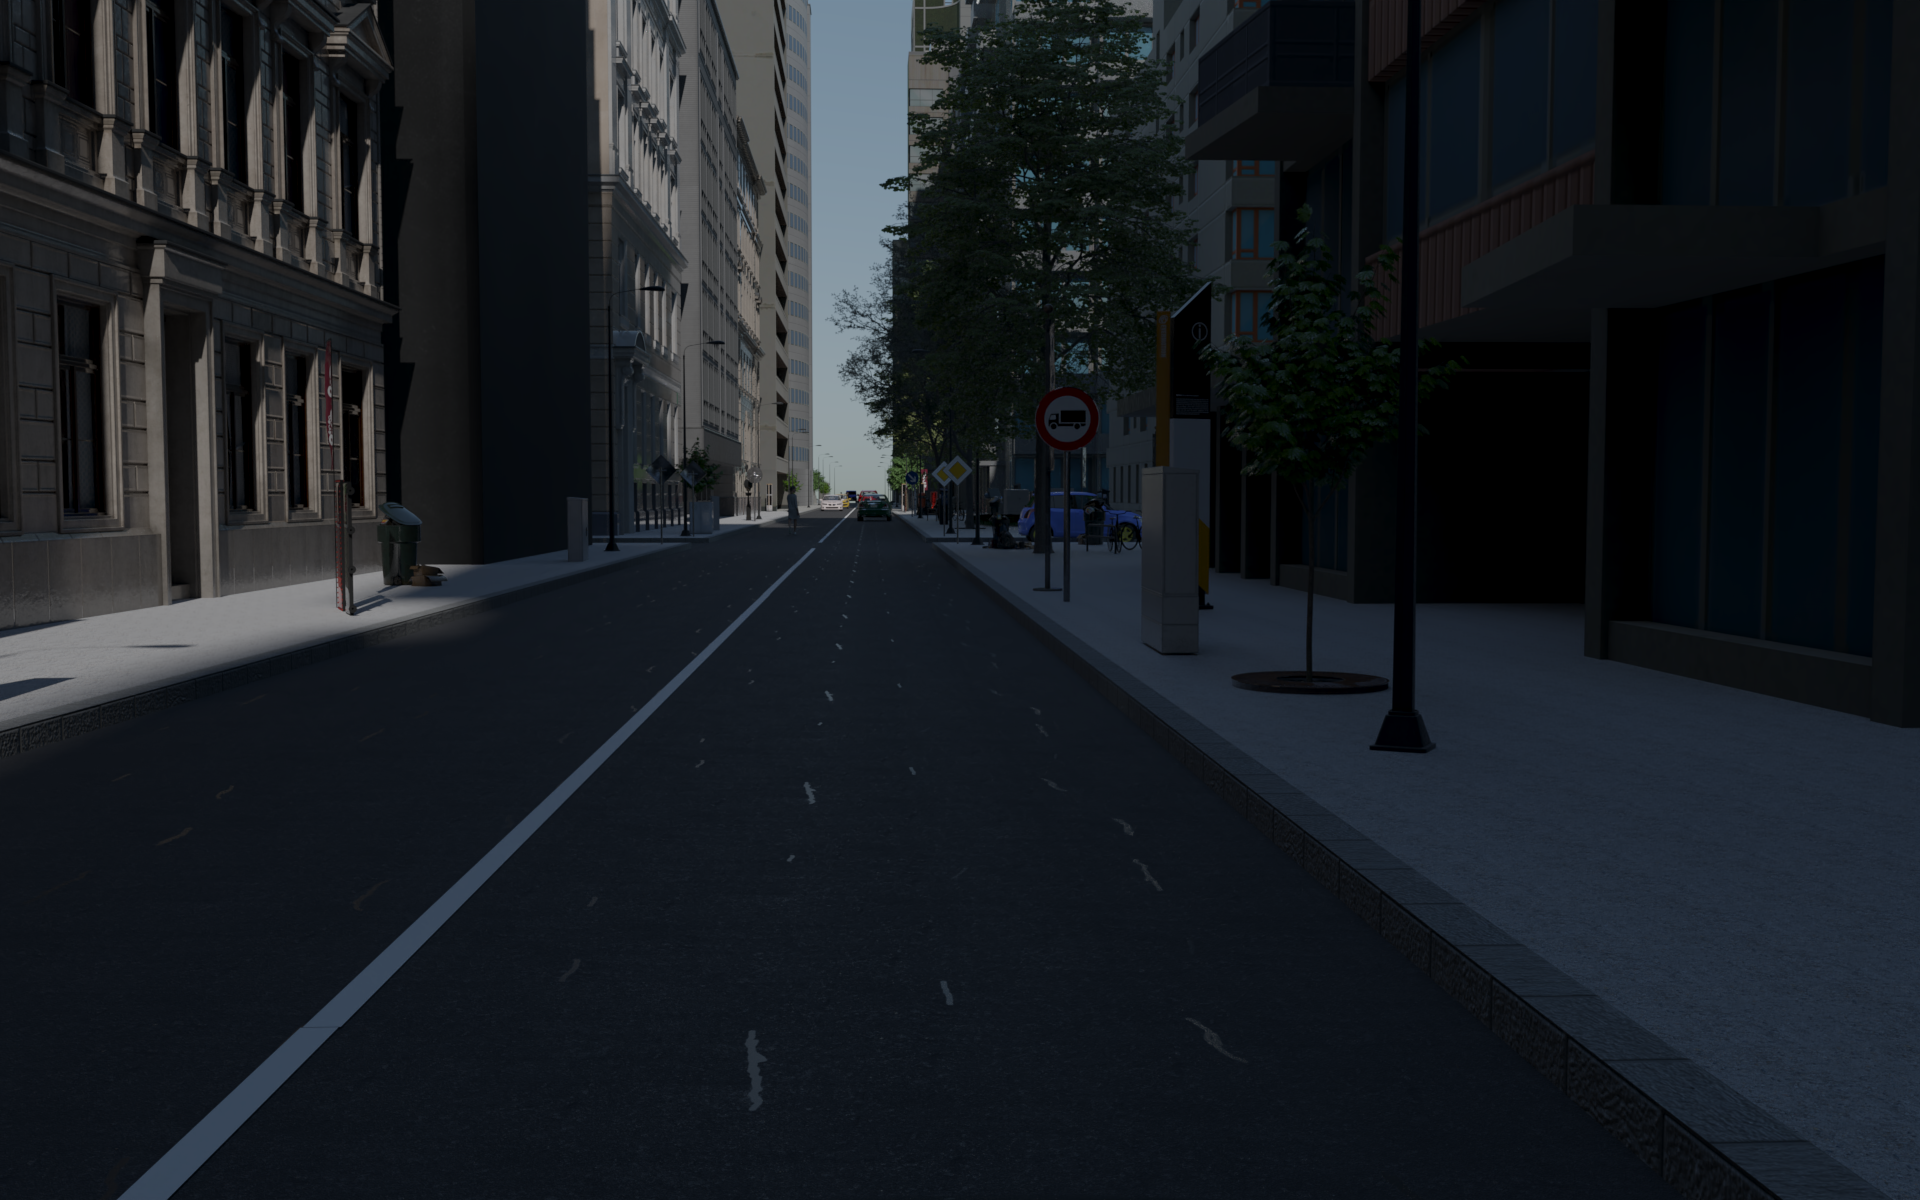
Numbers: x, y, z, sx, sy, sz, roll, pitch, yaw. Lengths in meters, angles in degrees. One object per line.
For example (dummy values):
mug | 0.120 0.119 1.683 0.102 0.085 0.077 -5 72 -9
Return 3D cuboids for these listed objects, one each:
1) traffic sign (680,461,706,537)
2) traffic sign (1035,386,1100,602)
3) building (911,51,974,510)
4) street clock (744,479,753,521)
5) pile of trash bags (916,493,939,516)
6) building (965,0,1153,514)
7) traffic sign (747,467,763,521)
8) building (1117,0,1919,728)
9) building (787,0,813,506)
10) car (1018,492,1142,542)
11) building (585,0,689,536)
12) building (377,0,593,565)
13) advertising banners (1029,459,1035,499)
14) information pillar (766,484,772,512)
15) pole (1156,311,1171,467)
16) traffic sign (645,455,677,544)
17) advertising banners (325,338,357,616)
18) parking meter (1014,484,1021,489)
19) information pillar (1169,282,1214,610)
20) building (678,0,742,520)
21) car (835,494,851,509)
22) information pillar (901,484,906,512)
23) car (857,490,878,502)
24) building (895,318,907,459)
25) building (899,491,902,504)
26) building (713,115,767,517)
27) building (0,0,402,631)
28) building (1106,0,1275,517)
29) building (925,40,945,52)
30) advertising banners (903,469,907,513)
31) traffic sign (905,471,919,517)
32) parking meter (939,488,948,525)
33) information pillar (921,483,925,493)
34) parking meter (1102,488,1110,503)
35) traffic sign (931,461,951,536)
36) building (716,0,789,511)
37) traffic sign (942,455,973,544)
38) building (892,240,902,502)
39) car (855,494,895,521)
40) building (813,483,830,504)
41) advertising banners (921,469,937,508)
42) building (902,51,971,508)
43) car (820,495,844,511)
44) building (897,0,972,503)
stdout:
traffic sign | -8.013 -2.960 52.042 0.795 2.450 0.064 0 4 -3
traffic sign | 1.274 -1.253 20.591 0.768 2.556 0.104 0 4 5
building | 12.112 -27.740 145.424 32.217 40.220 23.993 0 4 -3
street clock | -10.222 -4.840 83.711 0.358 2.002 0.471 2 4 25
pile of trash bags | -1.841 -5.819 104.899 1.912 1.369 3.447 1 4 17
building | 11.853 -30.139 112.374 23.786 49.044 30.456 0 4 -3
traffic sign | -9.646 -4.968 81.330 0.768 2.556 0.104 0 4 4
building | 14.332 -22.158 16.916 22.147 44.769 28.867 0 4 -3
building | -26.824 -39.341 185.218 21.231 58.520 28.212 0 4 -3
car | 3.506 -2.434 49.390 3.694 1.707 1.945 0 4 -3
building | -17.256 -16.875 61.817 13.634 28.700 20.117 0 4 -3
building | -16.835 -12.643 36.388 15.834 23.373 12.332 0 4 -3
advertising banners | 3.597 -5.477 85.732 0.090 3.025 2.074 0 4 -7
information pillar | -13.866 -7.431 125.989 0.304 2.012 0.304 -3 5 -42
pole | 2.279 -1.565 19.428 0.158 3.312 0.155 0 3 0
traffic sign | -7.598 -2.473 44.068 0.795 2.450 0.064 0 4 -3
advertising banners | -6.806 -1.395 18.991 0.090 3.025 2.074 -2 4 -25
parking meter | 3.162 -5.500 95.641 0.255 1.863 0.399 2 4 32
information pillar | 2.552 -1.699 19.127 0.504 3.616 0.183 -2 4 -24
building | -18.618 -17.757 83.829 14.314 27.812 24.014 0 4 -3
car | -11.702 -9.751 169.653 2.015 1.641 3.980 0 4 -3
information pillar | -4.059 -7.387 125.271 0.304 2.012 0.304 -1 4 -12
car | -8.382 -9.236 159.685 2.281 1.827 5.304 0 4 -1
building | -2.915 -30.188 265.267 14.160 30.474 14.107 0 4 -3
building | 8.176 -32.657 225.819 32.217 40.220 23.993 0 4 -3
building | -19.083 -19.093 109.435 12.463 27.353 25.104 0 4 -3
building | -13.899 -9.496 19.885 10.561 19.102 19.286 0 4 -3
building | 21.951 -13.576 67.001 28.899 21.520 27.650 0 4 -3
building | 5.967 -34.673 186.517 23.786 49.044 30.456 0 4 -3
advertising banners | -3.801 -7.598 120.414 0.090 3.025 2.074 0 4 4
traffic sign | -2.651 -5.869 96.062 0.768 2.556 0.104 0 4 7
parking meter | -0.671 -3.910 72.346 0.372 1.533 0.369 0 3 0
information pillar | -2.582 -6.892 117.172 0.304 2.012 0.304 -1 4 -15
parking meter | 6.477 -4.191 76.935 0.372 1.533 0.369 0 3 0
traffic sign | -0.478 -2.983 52.413 0.795 2.450 0.064 0 4 -3
building | -24.753 -31.364 136.502 21.300 48.544 21.600 0 4 -3
traffic sign | -0.063 -2.495 44.439 0.795 2.450 0.064 0 4 -3
building | -3.907 -36.443 279.441 14.154 41.232 14.086 0 4 -3
car | -4.577 -4.973 93.112 2.131 1.459 4.920 0 4 -1
building | -36.662 -35.356 269.950 32.217 40.220 23.993 0 4 -3
advertising banners | -1.805 -7.647 121.209 2.074 3.025 0.090 -2 4 -25
building | 2.032 -29.400 164.292 14.154 41.232 14.086 0 4 -3
car | -10.834 -8.193 146.320 2.083 1.381 4.827 0 4 -5
building | 1.299 -49.453 246.807 20.563 71.187 20.611 0 4 -3
